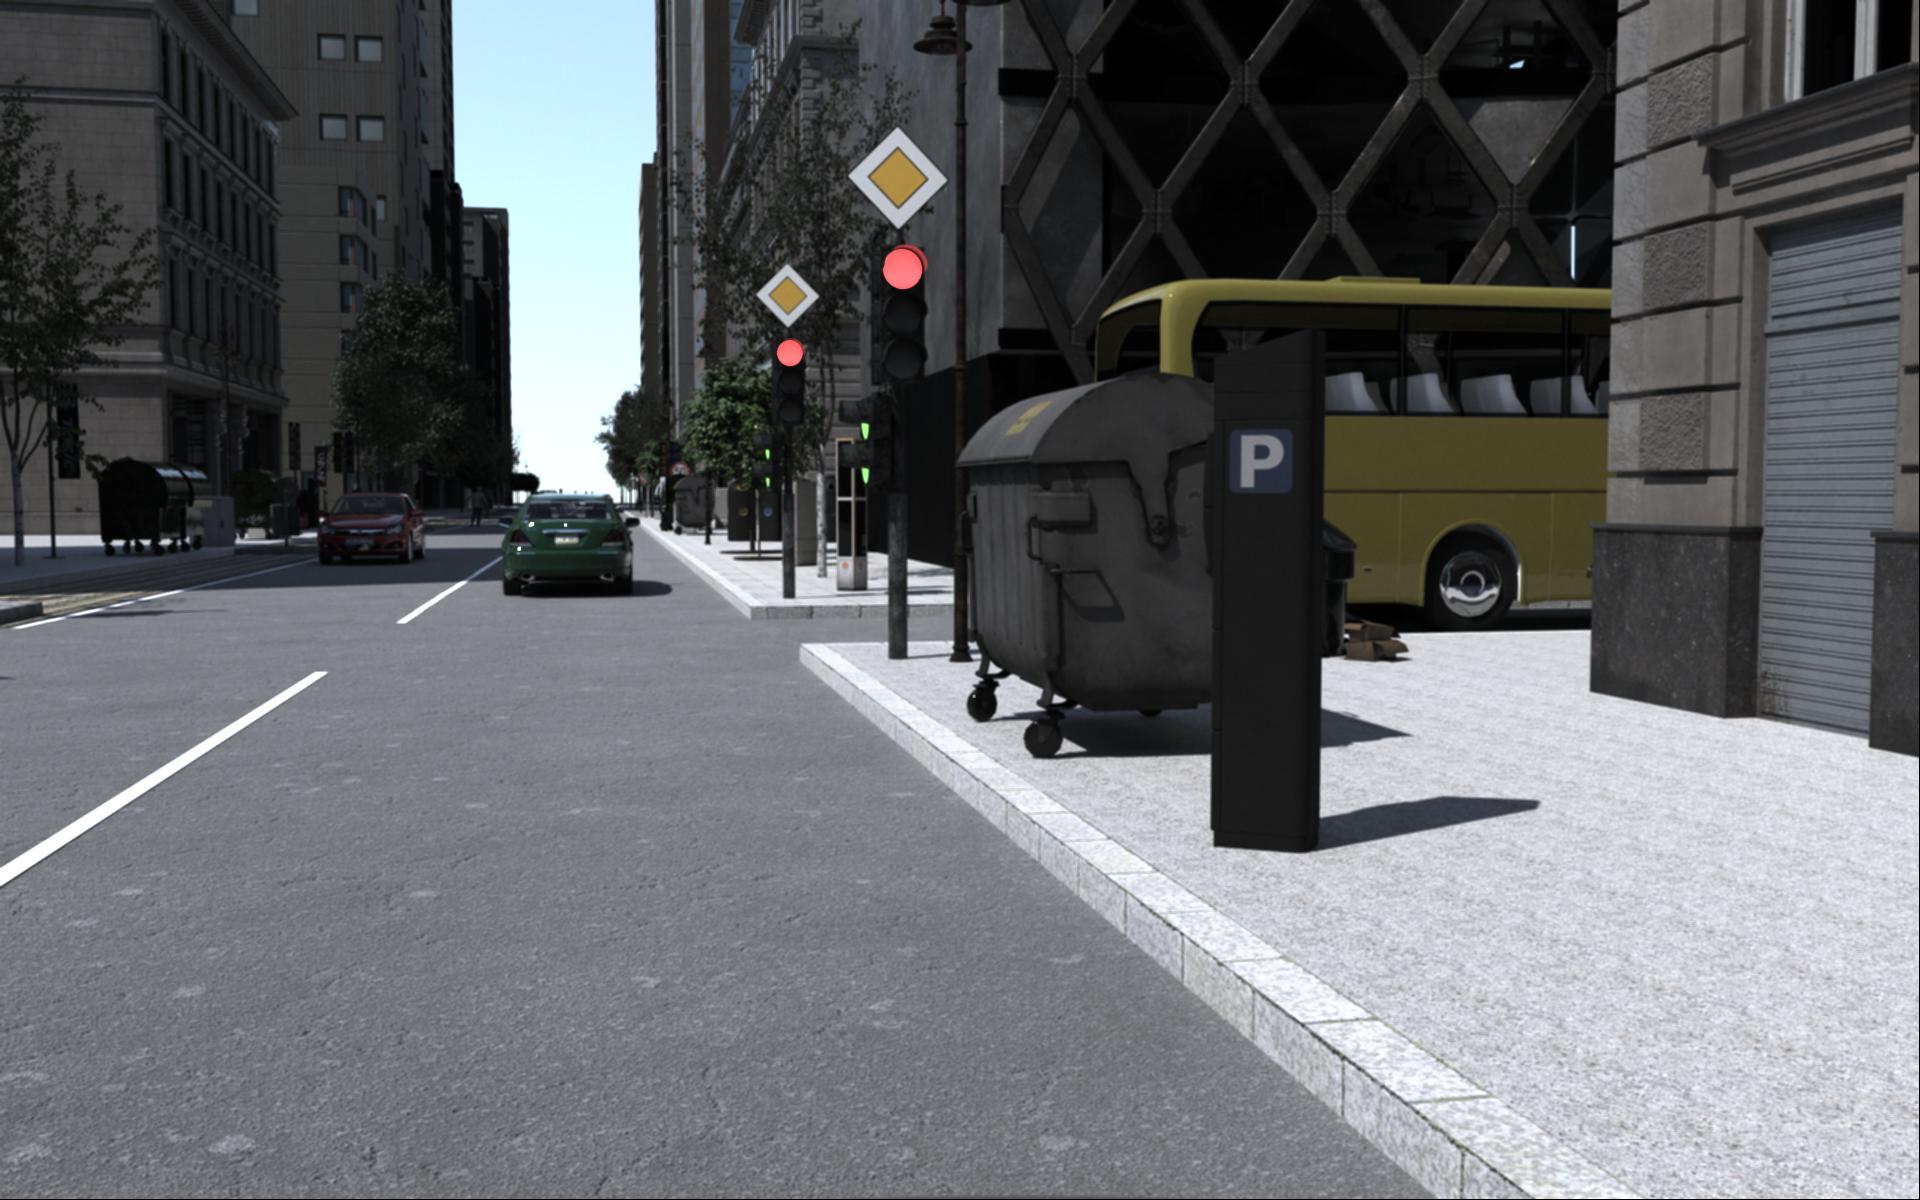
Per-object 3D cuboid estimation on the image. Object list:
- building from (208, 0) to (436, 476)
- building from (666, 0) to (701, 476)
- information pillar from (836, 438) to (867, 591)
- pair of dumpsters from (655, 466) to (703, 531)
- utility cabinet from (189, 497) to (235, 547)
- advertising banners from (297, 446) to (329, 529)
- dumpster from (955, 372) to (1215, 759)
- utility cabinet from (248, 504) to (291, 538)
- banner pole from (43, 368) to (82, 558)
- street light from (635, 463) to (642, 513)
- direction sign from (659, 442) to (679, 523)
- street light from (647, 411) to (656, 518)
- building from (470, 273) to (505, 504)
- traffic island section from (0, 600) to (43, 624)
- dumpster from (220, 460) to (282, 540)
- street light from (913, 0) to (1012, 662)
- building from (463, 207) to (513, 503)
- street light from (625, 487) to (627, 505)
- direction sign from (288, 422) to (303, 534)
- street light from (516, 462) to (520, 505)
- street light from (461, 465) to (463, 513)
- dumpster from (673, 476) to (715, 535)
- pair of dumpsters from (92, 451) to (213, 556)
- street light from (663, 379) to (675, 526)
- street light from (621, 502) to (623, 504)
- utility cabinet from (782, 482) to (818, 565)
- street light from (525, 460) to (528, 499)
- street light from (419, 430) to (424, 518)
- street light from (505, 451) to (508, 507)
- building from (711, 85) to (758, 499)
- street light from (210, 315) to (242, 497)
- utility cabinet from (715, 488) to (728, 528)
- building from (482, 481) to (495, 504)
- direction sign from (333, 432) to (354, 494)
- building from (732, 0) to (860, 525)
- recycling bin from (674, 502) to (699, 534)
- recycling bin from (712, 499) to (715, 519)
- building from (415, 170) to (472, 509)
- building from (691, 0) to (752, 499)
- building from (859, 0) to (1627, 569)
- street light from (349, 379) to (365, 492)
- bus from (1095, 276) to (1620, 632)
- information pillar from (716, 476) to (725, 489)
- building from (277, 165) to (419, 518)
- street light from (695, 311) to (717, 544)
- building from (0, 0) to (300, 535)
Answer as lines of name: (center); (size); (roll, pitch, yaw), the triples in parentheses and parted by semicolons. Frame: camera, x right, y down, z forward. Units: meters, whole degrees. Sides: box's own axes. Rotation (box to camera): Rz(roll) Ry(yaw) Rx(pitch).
building: (-54.709, -33.061, 129.778); (28.713, 52.752, 27.495); (-1, 4, -12)
building: (-11.429, -35.997, 130.556); (21.231, 58.520, 28.212); (-1, 4, -12)
information pillar: (-1.435, -1.130, 22.965); (0.304, 2.012, 0.304); (2, 4, 34)
pair of dumpsters: (-10.185, -3.689, 62.815); (1.574, 2.255, 4.437); (-1, 4, -12)
utility cabinet: (-18.203, -1.895, 42.147); (0.306, 1.237, 1.020); (3, 5, 41)
advertising banners: (-23.911, -4.076, 62.828); (2.074, 3.025, 0.090); (-3, 4, -36)
dumpster: (0.765, -0.206, 9.131); (1.264, 1.857, 1.865); (-1, 4, -12)
utility cabinet: (-20.044, -2.542, 50.245); (1.173, 1.500, 0.318); (0, 4, 8)
banner pole: (-17.939, -2.725, 34.579); (0.863, 3.779, 0.401); (0, 4, 8)
street light: (-22.027, -8.964, 119.350); (0.468, 5.910, 1.993); (-1, 4, -12)
direction sign: (-12.752, -5.132, 75.908); (0.876, 3.537, 0.379); (-2, 4, -25)
street light: (-16.836, -7.446, 94.538); (0.468, 5.910, 1.993); (-1, 4, -12)
building: (-67.185, -27.777, 225.856); (14.160, 30.474, 14.107); (-1, 4, -12)
traffic island section: (-11.621, 0.179, 19.355); (2.009, 0.180, 2.903); (-1, 4, -12)
dumpster: (-19.835, -2.827, 48.709); (1.502, 2.255, 1.985); (-1, 4, -12)
street light: (0.008, -2.466, 13.107); (0.468, 5.910, 1.993); (-1, 4, -12)
building: (-69.651, -33.993, 239.386); (14.154, 41.232, 14.086); (-1, 4, -12)
street light: (-32.226, -12.011, 169.166); (0.468, 5.910, 1.993); (-1, 4, -12)
direction sign: (-21.129, -3.857, 55.057); (0.379, 3.537, 0.876); (0, 3, 0)
street light: (-51.391, -13.985, 201.442); (0.468, 5.910, 1.993); (-1, 4, -12)
street light: (-34.298, -8.948, 119.081); (0.468, 5.910, 1.993); (-1, 4, -12)
dumpster: (-8.402, -2.997, 54.767); (1.264, 1.857, 1.865); (-1, 4, -12)
pair of dumpsters: (-17.551, -2.155, 37.730); (1.574, 2.255, 4.437); (-1, 4, -12)
street light: (-11.657, -5.916, 69.522); (0.468, 5.910, 1.993); (-1, 4, -12)
street light: (-38.548, -13.881, 199.735); (0.468, 5.910, 1.993); (-1, 4, -12)
utility cabinet: (-2.820, -1.377, 31.192); (0.318, 1.500, 1.173); (1, 4, 21)
street light: (-56.874, -15.563, 227.242); (0.468, 5.910, 1.993); (-1, 4, -12)
street light: (-29.224, -7.414, 94.014); (0.468, 5.910, 1.993); (-1, 4, -12)
street light: (-46.230, -12.450, 176.340); (0.468, 5.910, 1.993); (-1, 4, -12)
building: (-4.800, -14.892, 85.289); (13.314, 21.916, 24.055); (-1, 4, -12)
street light: (-18.942, -4.406, 44.829); (0.468, 5.910, 1.993); (-1, 4, -12)
utility cabinet: (-8.536, -3.422, 64.621); (1.173, 1.500, 0.318); (1, 4, 13)
building: (-72.495, -31.386, 205.047); (32.217, 40.220, 23.993); (-1, 4, -12)
direction sign: (-22.597, -4.377, 63.569); (0.876, 3.537, 0.379); (1, 4, 20)
building: (-1.968, -14.344, 63.403); (11.050, 23.489, 19.941); (-1, 4, -12)
recycling bin: (-8.950, -2.694, 56.599); (0.722, 1.027, 0.722); (0, 4, -1)
recycling bin: (-12.672, -4.599, 87.753); (0.722, 1.027, 0.722); (-3, 5, -40)
building: (-51.345, -23.299, 152.647); (14.160, 30.474, 14.107); (-1, 4, -12)
building: (-9.523, -28.074, 109.117); (14.600, 45.320, 14.200); (-1, 4, -12)
building: (7.567, -10.141, 33.255); (16.811, 18.784, 16.820); (-1, 4, -12)
street light: (-24.215, -5.924, 69.650); (0.468, 5.910, 1.993); (-1, 4, -12)
bus: (7.705, -1.691, 19.197); (12.252, 3.916, 2.896); (-1, 4, -12)
information pillar: (-9.751, -4.038, 70.516); (0.304, 2.012, 0.304); (-1, 4, -16)
building: (-48.355, -15.796, 103.303); (27.650, 21.520, 28.899); (-1, 4, -12)
street light: (-6.427, -4.353, 43.960); (0.468, 5.910, 1.993); (-1, 4, -12)
building: (-29.644, -12.453, 54.517); (10.553, 20.767, 40.483); (-1, 4, -12)
